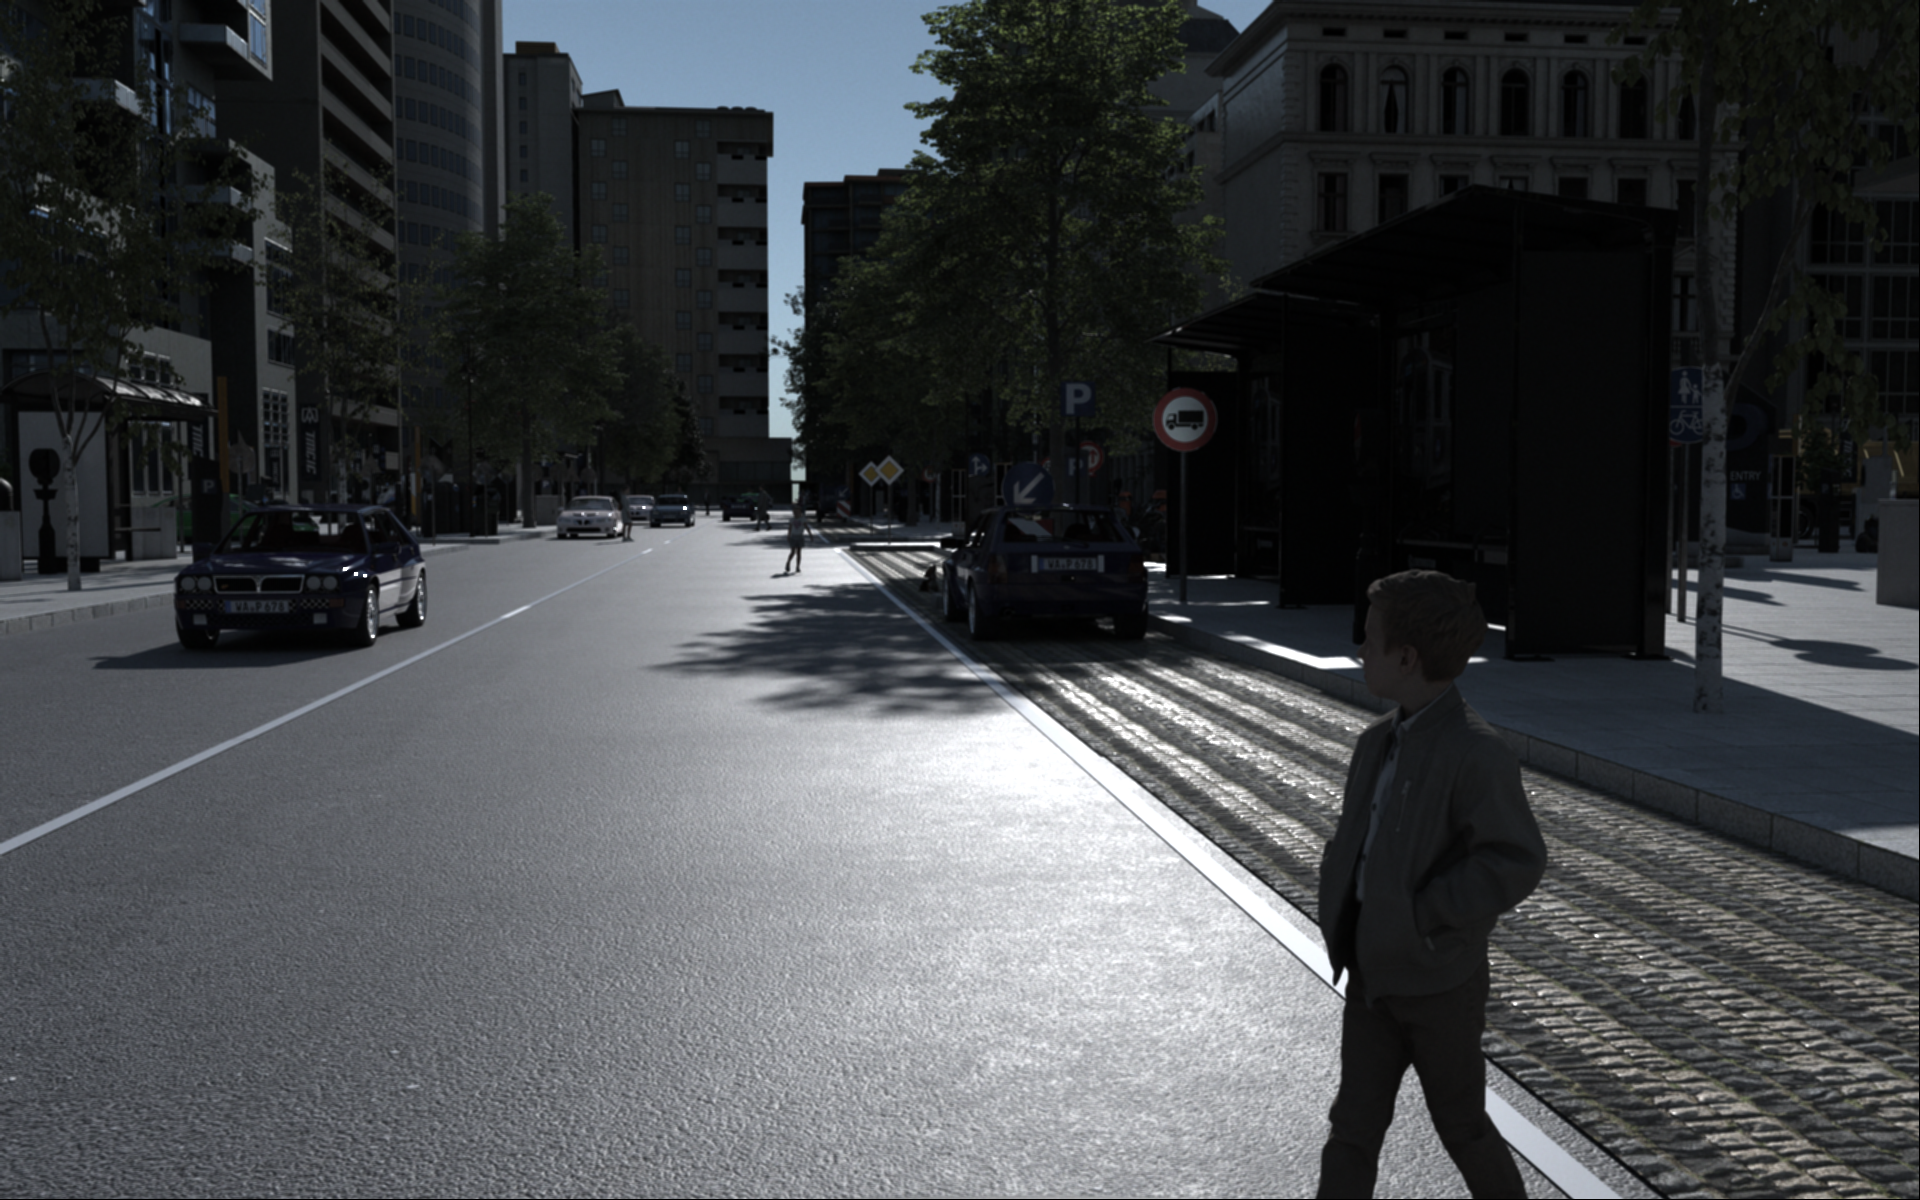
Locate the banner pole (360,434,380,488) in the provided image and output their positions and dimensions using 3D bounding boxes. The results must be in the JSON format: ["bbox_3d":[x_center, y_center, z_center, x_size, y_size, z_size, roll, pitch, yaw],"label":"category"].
[{"bbox_3d":[-24.639,-5.067,72.865,0.401,3.779,0.863,1,4,21],"label":"banner pole"}]

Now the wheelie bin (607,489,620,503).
[{"bbox_3d":[-22.292,-6.345,111.648,0.693,1.594,0.980,1,4,13],"label":"wheelie bin"}]

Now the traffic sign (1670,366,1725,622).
[{"bbox_3d":[7.252,-1.054,17.334,0.768,2.556,0.104,0,4,-1],"label":"traffic sign"}]

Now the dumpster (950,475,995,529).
[{"bbox_3d":[0.408,-2.905,53.252,1.264,1.857,1.865,0,4,-6],"label":"dumpster"}]

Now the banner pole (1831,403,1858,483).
[{"bbox_3d":[24.279,-3.529,47.717,0.863,3.779,0.401,3,4,36],"label":"banner pole"}]

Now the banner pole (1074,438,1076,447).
[{"bbox_3d":[5.311,-5.334,77.221,0.863,3.779,0.401,-3,4,-37],"label":"banner pole"}]

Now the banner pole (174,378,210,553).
[{"bbox_3d":[-16.698,-2.911,37.609,0.863,3.779,0.401,-3,5,-39],"label":"banner pole"}]

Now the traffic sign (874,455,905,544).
[{"bbox_3d":[-1.808,-2.483,44.246,0.795,2.450,0.064,0,4,-6],"label":"traffic sign"}]

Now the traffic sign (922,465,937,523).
[{"bbox_3d":[-1.306,-4.668,76.425,0.768,2.556,0.104,0,4,-1],"label":"traffic sign"}]

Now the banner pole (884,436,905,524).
[{"bbox_3d":[-2.852,-5.188,74.843,0.863,3.779,0.401,-1,4,-9],"label":"banner pole"}]

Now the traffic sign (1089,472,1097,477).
[{"bbox_3d":[3.847,-3.325,54.373,0.884,2.594,0.081,0,4,-5],"label":"traffic sign"}]

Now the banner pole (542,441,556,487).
[{"bbox_3d":[-18.976,-5.495,79.863,0.863,3.779,0.401,-3,5,-43],"label":"banner pole"}]

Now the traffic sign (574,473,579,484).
[{"bbox_3d":[-19.894,-5.550,90.749,0.884,2.594,0.081,0,4,3],"label":"traffic sign"}]

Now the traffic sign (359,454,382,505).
[{"bbox_3d":[-18.949,-3.408,55.722,0.884,2.594,0.081,0,3,0],"label":"traffic sign"}]

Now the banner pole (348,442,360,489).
[{"bbox_3d":[-29.135,-5.711,83.395,0.401,3.779,0.863,3,5,40],"label":"banner pole"}]

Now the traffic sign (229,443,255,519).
[{"bbox_3d":[-18.052,-2.650,43.436,0.768,2.556,0.104,0,4,-1],"label":"traffic sign"}]

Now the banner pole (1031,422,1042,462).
[{"bbox_3d":[2.680,-4.287,60.101,0.401,3.779,0.863,2,4,31],"label":"banner pole"}]

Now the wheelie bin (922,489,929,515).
[{"bbox_3d":[-1.981,-6.114,107.876,0.693,1.594,0.980,-2,4,-27],"label":"wheelie bin"}]

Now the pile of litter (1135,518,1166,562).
[{"bbox_3d":[3.966,-1.161,32.952,1.719,0.858,1.176,1,4,18],"label":"pile of litter"}]

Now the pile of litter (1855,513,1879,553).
[{"bbox_3d":[20.358,-1.471,38.021,1.719,0.858,1.176,-2,4,-29],"label":"pile of litter"}]

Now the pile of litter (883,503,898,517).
[{"bbox_3d":[-3.626,-4.933,94.620,1.176,0.858,1.719,0,4,-2],"label":"pile of litter"}]

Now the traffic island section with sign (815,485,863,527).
[{"bbox_3d":[-5.302,-4.165,76.720,1.989,1.847,2.006,0,4,-6],"label":"traffic island section with sign"}]

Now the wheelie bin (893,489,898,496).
[{"bbox_3d":[-4.369,-6.602,115.846,0.693,1.594,0.980,0,4,6],"label":"wheelie bin"}]

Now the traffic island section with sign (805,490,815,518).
[{"bbox_3d":[-8.289,-5.832,103.987,1.989,1.847,2.006,0,4,-6],"label":"traffic island section with sign"}]

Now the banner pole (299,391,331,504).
[{"bbox_3d":[-15.550,-3.177,41.960,0.863,3.779,0.401,-1,4,-21],"label":"banner pole"}]

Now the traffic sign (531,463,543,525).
[{"bbox_3d":[-17.734,-4.401,72.063,0.768,2.556,0.104,0,4,-6],"label":"traffic sign"}]

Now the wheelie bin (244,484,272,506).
[{"bbox_3d":[-21.664,-2.787,53.480,0.980,1.594,0.693,1,4,16],"label":"wheelie bin"}]

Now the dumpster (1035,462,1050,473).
[{"bbox_3d":[2.503,-3.108,53.314,1.502,2.255,1.985,0,4,-6],"label":"dumpster"}]

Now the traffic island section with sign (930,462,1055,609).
[{"bbox_3d":[0.651,-0.817,21.987,1.989,1.847,2.006,0,4,-6],"label":"traffic island section with sign"}]

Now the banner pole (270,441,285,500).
[{"bbox_3d":[-31.949,-5.581,81.261,0.863,3.779,0.401,0,4,-2],"label":"banner pole"}]

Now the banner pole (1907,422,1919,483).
[{"bbox_3d":[32.785,-4.276,59.935,0.863,3.779,0.401,2,4,25],"label":"banner pole"}]

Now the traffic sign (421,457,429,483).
[{"bbox_3d":[-18.091,-3.595,58.892,0.768,2.556,0.104,0,4,-1],"label":"traffic sign"}]

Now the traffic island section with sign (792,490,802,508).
[{"bbox_3d":[-13.659,-8.856,153.424,1.989,1.847,2.006,0,4,-6],"label":"traffic island section with sign"}]

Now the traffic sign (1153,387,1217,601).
[{"bbox_3d":[2.678,-1.260,20.699,0.768,2.556,0.104,0,4,2],"label":"traffic sign"}]

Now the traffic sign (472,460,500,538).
[{"bbox_3d":[-13.952,-2.895,50.982,0.795,2.450,0.064,0,4,-6],"label":"traffic sign"}]

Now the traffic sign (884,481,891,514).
[{"bbox_3d":[-4.342,-6.576,107.628,0.768,2.556,0.104,0,4,3],"label":"traffic sign"}]

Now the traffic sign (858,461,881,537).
[{"bbox_3d":[-2.672,-2.969,52.185,0.795,2.450,0.064,0,4,-6],"label":"traffic sign"}]

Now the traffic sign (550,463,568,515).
[{"bbox_3d":[-16.414,-4.332,70.935,0.768,2.556,0.104,0,4,3],"label":"traffic sign"}]

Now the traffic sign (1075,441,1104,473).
[{"bbox_3d":[3.063,-2.534,41.538,0.768,2.556,0.104,0,4,-3],"label":"traffic sign"}]

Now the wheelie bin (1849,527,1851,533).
[{"bbox_3d":[29.538,-2.995,56.872,0.980,1.594,0.693,-3,5,-44],"label":"wheelie bin"}]

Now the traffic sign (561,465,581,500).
[{"bbox_3d":[-17.258,-4.704,76.908,0.884,2.594,0.081,0,4,0],"label":"traffic sign"}]

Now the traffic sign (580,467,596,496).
[{"bbox_3d":[-17.739,-5.050,82.673,0.768,2.556,0.104,0,4,-4],"label":"traffic sign"}]

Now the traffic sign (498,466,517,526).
[{"bbox_3d":[-18.354,-4.223,70.235,0.795,2.450,0.064,0,4,-5],"label":"traffic sign"}]

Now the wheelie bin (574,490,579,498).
[{"bbox_3d":[-26.300,-6.877,120.340,0.980,1.594,0.693,-2,4,-29],"label":"wheelie bin"}]

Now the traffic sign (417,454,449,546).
[{"bbox_3d":[-13.088,-2.410,43.043,0.795,2.450,0.064,0,4,-6],"label":"traffic sign"}]

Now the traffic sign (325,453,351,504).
[{"bbox_3d":[-18.660,-3.173,51.988,0.768,2.556,0.104,0,4,0],"label":"traffic sign"}]

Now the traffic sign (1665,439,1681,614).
[{"bbox_3d":[7.605,-1.128,18.548,0.768,2.556,0.104,0,4,-5],"label":"traffic sign"}]

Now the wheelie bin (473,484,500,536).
[{"bbox_3d":[-14.682,-2.803,53.744,0.693,1.594,0.980,2,4,34],"label":"wheelie bin"}]

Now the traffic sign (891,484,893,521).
[{"bbox_3d":[-3.198,-4.996,81.783,0.768,2.556,0.104,0,4,1],"label":"traffic sign"}]

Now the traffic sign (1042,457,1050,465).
[{"bbox_3d":[3.092,-3.604,59.029,0.768,2.556,0.104,0,4,3],"label":"traffic sign"}]

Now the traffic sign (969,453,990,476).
[{"bbox_3d":[0.564,-3.315,54.309,0.768,2.556,0.104,0,4,3],"label":"traffic sign"}]
